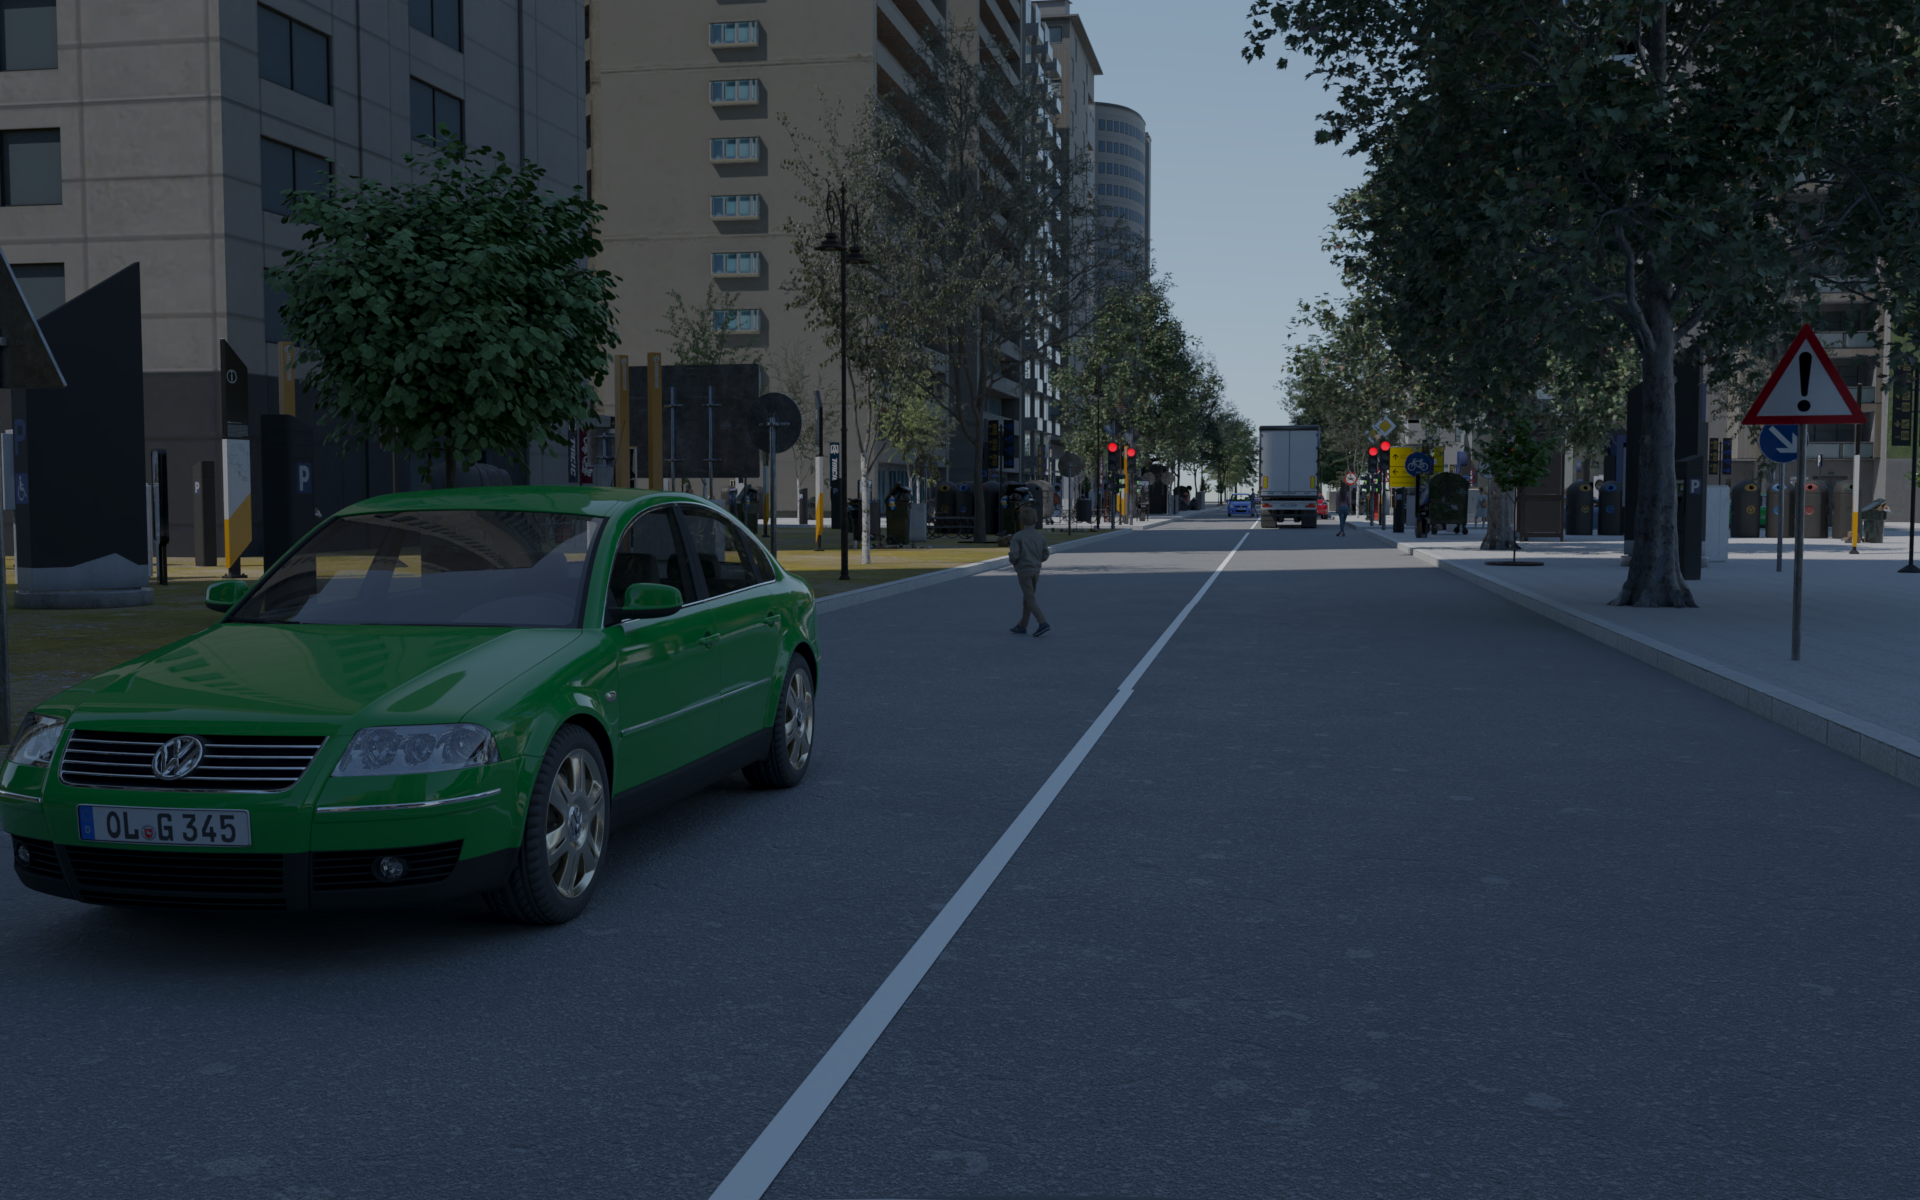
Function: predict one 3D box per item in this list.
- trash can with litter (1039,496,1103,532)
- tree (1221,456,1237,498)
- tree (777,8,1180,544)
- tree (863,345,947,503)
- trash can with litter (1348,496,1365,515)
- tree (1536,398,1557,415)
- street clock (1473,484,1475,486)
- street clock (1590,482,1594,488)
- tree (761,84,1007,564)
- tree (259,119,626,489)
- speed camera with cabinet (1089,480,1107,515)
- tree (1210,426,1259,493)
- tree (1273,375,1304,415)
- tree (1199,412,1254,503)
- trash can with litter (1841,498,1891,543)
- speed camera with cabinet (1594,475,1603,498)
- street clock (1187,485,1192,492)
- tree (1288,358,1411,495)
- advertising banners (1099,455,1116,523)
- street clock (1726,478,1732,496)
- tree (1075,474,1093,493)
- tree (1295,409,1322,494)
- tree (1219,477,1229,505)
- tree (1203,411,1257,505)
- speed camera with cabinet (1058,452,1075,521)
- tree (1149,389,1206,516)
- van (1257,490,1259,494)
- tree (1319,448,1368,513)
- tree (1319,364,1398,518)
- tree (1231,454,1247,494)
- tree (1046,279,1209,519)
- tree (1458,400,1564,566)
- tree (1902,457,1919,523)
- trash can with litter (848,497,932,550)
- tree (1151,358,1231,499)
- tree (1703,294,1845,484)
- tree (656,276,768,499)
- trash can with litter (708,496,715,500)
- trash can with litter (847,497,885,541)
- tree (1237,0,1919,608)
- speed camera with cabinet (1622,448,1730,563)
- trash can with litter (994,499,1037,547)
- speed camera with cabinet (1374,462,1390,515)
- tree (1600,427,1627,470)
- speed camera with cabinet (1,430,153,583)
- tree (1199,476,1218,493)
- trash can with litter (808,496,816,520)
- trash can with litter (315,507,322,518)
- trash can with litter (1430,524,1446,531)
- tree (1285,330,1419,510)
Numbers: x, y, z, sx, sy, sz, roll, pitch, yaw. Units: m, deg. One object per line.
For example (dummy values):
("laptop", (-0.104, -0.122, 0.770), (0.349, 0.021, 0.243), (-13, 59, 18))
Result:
("trash can with litter", (3.822, -2.925, 58.880), (2.233, 1.210, 1.678), (0, 4, 4))
("tree", (42.550, -19.755, 273.352), (4.737, 8.622, 4.395), (0, 3, 0))
("tree", (0.370, -8.222, 44.798), (12.009, 13.543, 11.850), (0, 3, 0))
("tree", (-2.502, -8.230, 84.924), (4.737, 8.622, 4.395), (0, 3, 0))
("trash can with litter", (23.866, -5.688, 104.384), (1.055, 1.170, 0.624), (-1, 4, -8))
("tree", (23.176, -7.391, 71.205), (4.360, 8.622, 3.978), (0, 3, 0))
("street clock", (35.845, -7.143, 121.361), (0.358, 2.002, 0.471), (-3, 5, -43))
("street clock", (36.697, -5.893, 100.924), (0.471, 2.002, 0.358), (-2, 4, -30))
("tree", (-1.584, -4.956, 31.396), (4.360, 8.622, 3.978), (0, 3, 0))
("tree", (-4.477, -1.939, 15.413), (4.285, 4.588, 4.351), (0, 3, 0))
("speed camera with cabinet", (8.543, -6.918, 107.444), (0.660, 3.252, 2.038), (1, 4, 21))
("tree", (46.228, -23.483, 290.593), (9.857, 13.997, 8.962), (0, 3, 0))
("tree", (51.952, -24.161, 250.918), (12.611, 20.169, 13.585), (0, 3, 0))
("tree", (36.885, -19.743, 240.931), (7.486, 12.596, 7.792), (0, 3, 0))
("trash can with litter", (23.629, -2.066, 45.173), (1.055, 1.170, 0.624), (0, 4, 0))
("speed camera with cabinet", (30.682, -5.504, 84.322), (0.660, 3.252, 2.038), (-3, 4, -37))
("street clock", (19.039, -8.527, 143.979), (0.471, 2.002, 0.358), (3, 4, 37))
("tree", (25.045, -10.851, 111.831), (8.767, 10.594, 7.601), (1, 4, 10))
("advertising banners", (6.610, -5.020, 78.265), (0.090, 3.025, 2.074), (1, 4, 23))
("street clock", (35.023, -4.551, 78.984), (0.358, 2.002, 0.471), (2, 4, 24))
("tree", (9.729, -8.654, 136.102), (1.663, 3.219, 1.824), (0, 3, 0))
("tree", (40.806, -16.537, 196.129), (9.928, 11.665, 9.643), (0, 3, 0))
("tree", (29.470, -12.331, 196.208), (1.663, 3.219, 1.824), (0, 3, 0))
("tree", (31.675, -17.320, 208.942), (9.928, 11.665, 9.643), (0, 3, 0))
("speed camera with cabinet", (5.119, -5.360, 81.968), (0.660, 3.252, 2.038), (0, 4, 5))
("tree", (12.593, -9.368, 103.523), (4.360, 8.622, 3.978), (0, 3, 0))
("van", (48.458, -16.690, 277.270), (2.240, 2.365, 5.245), (1, 4, 10))
("tree", (26.261, -8.274, 118.998), (4.285, 4.588, 4.351), (0, 3, 0))
("tree", (21.244, -8.680, 92.286), (4.360, 8.622, 3.978), (0, 3, 0))
("tree", (44.470, -20.247, 281.405), (4.360, 8.622, 3.978), (0, 3, 0))
("tree", (9.270, -10.649, 91.116), (9.611, 12.733, 9.660), (0, 3, 0))
("tree", (10.046, -2.230, 31.054), (1.663, 3.219, 1.824), (0, 3, 0))
("tree", (42.662, -4.987, 76.135), (1.663, 3.219, 1.824), (0, 3, 0))
("trash can with litter", (-1.734, -1.823, 40.869), (2.233, 1.210, 1.678), (-1, 4, -9))
("tree", (14.679, -11.259, 118.501), (7.601, 10.594, 8.767), (1, 4, 17))
("tree", (25.481, -6.381, 54.698), (4.360, 8.622, 3.978), (0, 3, 0))
("tree", (-8.699, -6.685, 59.661), (4.737, 8.622, 4.395), (0, 3, 0))
("trash can with litter", (-11.857, -4.268, 80.841), (1.678, 1.210, 2.233), (1, 4, 20))
("trash can with litter", (-2.597, -2.227, 47.798), (0.624, 1.170, 1.055), (3, 5, 40))
("tree", (8.027, -6.282, 19.724), (9.611, 12.733, 9.660), (0, 3, 0))
("speed camera with cabinet", (13.385, -2.325, 32.347), (2.038, 3.252, 0.660), (-1, 4, -20))
("trash can with litter", (1.342, -1.883, 42.180), (1.055, 1.170, 0.624), (2, 4, 26))
("speed camera with cabinet", (26.268, -6.869, 106.643), (0.660, 3.252, 2.038), (-2, 4, -27))
("tree", (28.528, -5.411, 72.191), (4.285, 4.588, 4.351), (0, 3, 0))
("speed camera with cabinet", (-13.123, -1.913, 25.606), (0.660, 3.252, 2.038), (3, 5, 43))
("tree", (23.759, -10.680, 169.219), (1.663, 3.219, 1.824), (0, 3, 0))
("trash can with litter", (-7.343, -4.463, 84.353), (0.624, 1.170, 1.055), (3, 5, 41))
("trash can with litter", (-13.839, -1.504, 35.977), (0.624, 1.170, 1.055), (1, 4, 23))
("trash can with litter", (16.985, -3.022, 60.803), (1.055, 1.170, 0.624), (-2, 4, -32))
("tree", (28.883, -13.503, 127.435), (9.857, 13.997, 8.962), (0, 3, 0))
